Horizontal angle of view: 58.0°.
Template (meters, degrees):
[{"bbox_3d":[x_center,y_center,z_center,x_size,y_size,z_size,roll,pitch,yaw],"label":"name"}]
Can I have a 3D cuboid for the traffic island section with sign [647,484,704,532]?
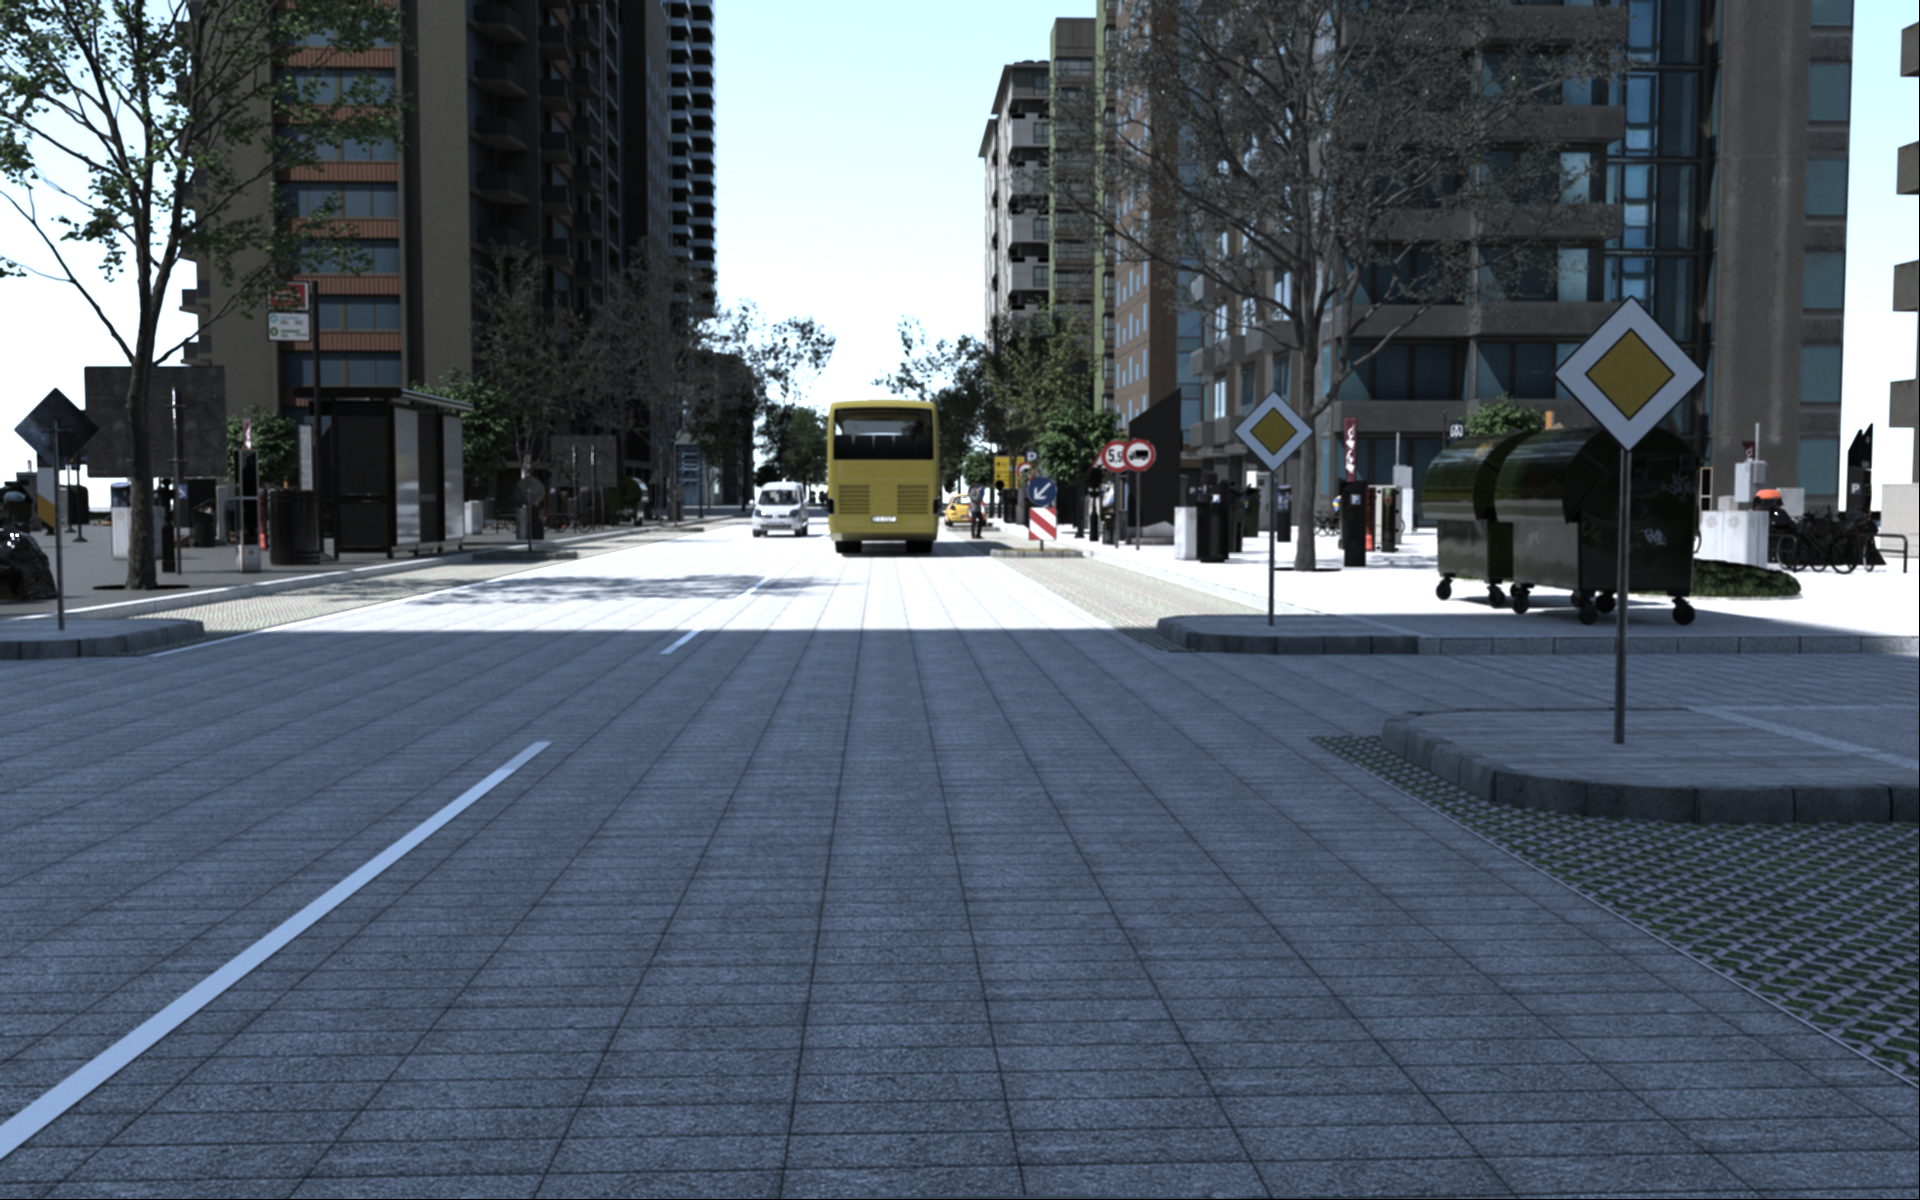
[{"bbox_3d":[-10.761,-3.488,65.652,1.989,1.847,2.006,0,4,-3],"label":"traffic island section with sign"}]

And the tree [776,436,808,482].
[{"bbox_3d":[-20.428,-16.021,212.305,4.360,8.622,3.978,0,3,0],"label":"tree"}]

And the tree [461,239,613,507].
[{"bbox_3d":[-12.511,-6.104,50.156,4.360,8.622,3.978,0,3,0],"label":"tree"}]

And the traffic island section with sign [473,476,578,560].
[{"bbox_3d":[-9.505,-1.803,38.099,1.989,1.847,2.006,0,4,-3],"label":"traffic island section with sign"}]

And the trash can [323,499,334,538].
[{"bbox_3d":[-18.422,-2.376,50.505,0.748,1.137,0.748,0,3,0],"label":"trash can"}]

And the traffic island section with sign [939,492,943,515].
[{"bbox_3d":[-1.763,-6.601,116.551,1.989,1.847,2.006,0,4,-3],"label":"traffic island section with sign"}]

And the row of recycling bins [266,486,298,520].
[{"bbox_3d":[-33.757,-4.846,86.337,1.069,1.692,3.534,0,4,4],"label":"row of recycling bins"}]

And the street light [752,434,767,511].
[{"bbox_3d":[-15.358,-9.858,133.715,1.470,5.913,1.316,0,4,-3],"label":"street light"}]

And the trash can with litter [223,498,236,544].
[{"bbox_3d":[-18.735,-2.050,44.901,0.624,1.170,1.055,-2,4,-29],"label":"trash can with litter"}]

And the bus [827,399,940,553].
[{"bbox_3d":[-1.979,-3.265,44.933,2.896,3.916,12.252,0,4,-2],"label":"bus"}]

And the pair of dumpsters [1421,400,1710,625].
[{"bbox_3d":[6.477,-1.005,18.923,1.574,2.255,4.437,0,4,-2],"label":"pair of dumpsters"}]

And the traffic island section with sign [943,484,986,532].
[{"bbox_3d":[0.483,-3.552,66.699,1.989,1.847,2.006,0,4,-3],"label":"traffic island section with sign"}]

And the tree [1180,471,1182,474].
[{"bbox_3d":[9.076,-5.018,76.645,1.663,3.219,1.824,0,3,0],"label":"tree"}]

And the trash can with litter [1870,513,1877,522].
[{"bbox_3d":[40.472,-4.110,78.252,2.233,1.210,1.678,-1,4,-8],"label":"trash can with litter"}]

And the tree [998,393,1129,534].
[{"bbox_3d":[3.995,-4.454,56.534,4.285,4.588,4.351,0,3,0],"label":"tree"}]

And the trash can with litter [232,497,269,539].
[{"bbox_3d":[-20.330,-2.328,49.119,2.233,1.210,1.678,-1,4,-16],"label":"trash can with litter"}]

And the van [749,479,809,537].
[{"bbox_3d":[-6.090,-3.168,58.800,2.013,2.044,4.112,0,4,-1],"label":"van"}]

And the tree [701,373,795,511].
[{"bbox_3d":[-15.725,-11.843,128.047,7.601,10.594,8.767,0,4,7],"label":"tree"}]

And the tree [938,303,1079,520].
[{"bbox_3d":[2.427,-9.234,85.389,8.767,10.594,7.601,2,4,35],"label":"tree"}]

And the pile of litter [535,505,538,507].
[{"bbox_3d":[-18.703,-3.786,75.858,1.719,0.858,1.176,-1,4,-15],"label":"pile of litter"}]

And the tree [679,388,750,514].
[{"bbox_3d":[-15.601,-9.691,108.818,4.737,8.622,4.395,0,3,0],"label":"tree"}]

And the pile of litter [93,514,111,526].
[{"bbox_3d":[-34.523,-3.470,70.697,1.719,0.858,1.176,1,4,20],"label":"pile of litter"}]

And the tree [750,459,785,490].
[{"bbox_3d":[-17.677,-10.764,159.711,4.285,4.588,4.351,0,3,0],"label":"tree"}]

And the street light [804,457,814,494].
[{"bbox_3d":[-19.001,-14.984,217.527,1.470,5.913,1.316,0,4,-3],"label":"street light"}]

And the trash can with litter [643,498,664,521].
[{"bbox_3d":[-14.887,-4.425,83.738,1.055,1.170,0.624,-3,4,-37],"label":"trash can with litter"}]

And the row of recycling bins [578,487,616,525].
[{"bbox_3d":[-15.115,-3.992,72.375,1.069,1.692,3.534,0,4,2],"label":"row of recycling bins"}]

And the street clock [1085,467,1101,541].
[{"bbox_3d":[3.640,-2.591,46.937,0.471,2.002,0.358,-2,4,-30],"label":"street clock"}]

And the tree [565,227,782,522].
[{"bbox_3d":[-13.585,-10.419,80.717,12.009,13.543,11.850,0,3,0],"label":"tree"}]

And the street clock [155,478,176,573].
[{"bbox_3d":[-12.984,-1.456,28.371,0.358,2.002,0.471,-1,4,-19],"label":"street clock"}]

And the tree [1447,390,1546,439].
[{"bbox_3d":[17.239,-4.367,55.114,4.285,4.588,4.351,0,3,0],"label":"tree"}]

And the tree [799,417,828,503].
[{"bbox_3d":[-22.049,-20.258,249.350,7.486,12.596,7.792,0,3,0],"label":"tree"}]

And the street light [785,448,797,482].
[{"bbox_3d":[-17.150,-12.434,175.841,1.470,5.913,1.316,0,4,-3],"label":"street light"}]

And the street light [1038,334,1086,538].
[{"bbox_3d":[2.944,-4.755,50.280,1.470,5.913,1.316,0,4,-3],"label":"street light"}]

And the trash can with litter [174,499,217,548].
[{"bbox_3d":[-18.364,-1.841,41.481,1.055,1.170,0.624,-1,4,-9],"label":"trash can with litter"}]

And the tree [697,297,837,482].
[{"bbox_3d":[-18.578,-19.092,168.046,12.611,20.169,13.585,0,3,0],"label":"tree"}]

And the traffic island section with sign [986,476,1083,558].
[{"bbox_3d":[1.703,-1.892,39.559,1.989,1.847,2.006,0,4,-3],"label":"traffic island section with sign"}]

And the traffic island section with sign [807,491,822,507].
[{"bbox_3d":[-16.748,-11.615,198.540,1.989,1.847,2.006,0,4,-3],"label":"traffic island section with sign"}]

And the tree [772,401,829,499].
[{"bbox_3d":[-21.385,-20.193,236.809,9.857,13.997,8.962,0,3,0],"label":"tree"}]

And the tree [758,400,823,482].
[{"bbox_3d":[-18.646,-16.161,189.986,9.928,11.665,9.643,0,3,0],"label":"tree"}]

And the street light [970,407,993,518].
[{"bbox_3d":[1.082,-7.283,91.614,1.470,5.913,1.316,0,4,-3],"label":"street light"}]

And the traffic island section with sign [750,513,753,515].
[{"bbox_3d":[-13.045,-6.589,116.352,1.989,1.847,2.006,0,4,-3],"label":"traffic island section with sign"}]

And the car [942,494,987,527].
[{"bbox_3d":[0.235,-4.069,76.757,2.015,1.641,3.980,0,4,-3],"label":"car"}]

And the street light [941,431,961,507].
[{"bbox_3d":[-0.528,-9.467,127.322,1.470,5.913,1.316,0,4,-3],"label":"street light"}]

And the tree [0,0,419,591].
[{"bbox_3d":[-10.908,-5.950,23.041,9.928,11.665,9.643,0,3,0],"label":"tree"}]

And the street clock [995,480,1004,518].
[{"bbox_3d":[2.095,-5.311,91.405,0.471,2.002,0.358,0,4,6],"label":"street clock"}]

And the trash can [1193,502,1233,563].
[{"bbox_3d":[4.728,-1.269,32.404,0.748,1.137,0.748,0,3,0],"label":"trash can"}]

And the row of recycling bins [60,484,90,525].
[{"bbox_3d":[-37.868,-4.052,73.356,1.069,1.692,3.534,0,4,-5],"label":"row of recycling bins"}]

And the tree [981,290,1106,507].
[{"bbox_3d":[3.175,-6.825,61.952,4.737,8.622,4.395,0,3,0],"label":"tree"}]

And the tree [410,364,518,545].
[{"bbox_3d":[-12.750,-3.689,44.022,4.285,4.588,4.351,0,3,0],"label":"tree"}]

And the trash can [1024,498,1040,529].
[{"bbox_3d":[2.719,-3.229,64.451,0.748,1.137,0.748,0,3,0],"label":"trash can"}]

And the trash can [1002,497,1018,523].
[{"bbox_3d":[2.215,-3.939,76.057,0.748,1.137,0.748,0,3,0],"label":"trash can"}]

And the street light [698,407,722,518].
[{"bbox_3d":[-13.370,-7.355,92.800,1.470,5.913,1.316,0,4,-3],"label":"street light"}]

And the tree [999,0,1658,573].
[{"bbox_3d":[5.907,-7.224,28.475,12.009,13.543,11.850,0,3,0],"label":"tree"}]

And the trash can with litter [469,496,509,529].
[{"bbox_3d":[-17.708,-3.242,64.071,2.233,1.210,1.678,0,4,7],"label":"trash can with litter"}]

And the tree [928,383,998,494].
[{"bbox_3d":[0.040,-13.946,153.779,9.928,11.665,9.643,0,3,0],"label":"tree"}]

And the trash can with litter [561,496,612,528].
[{"bbox_3d":[-14.177,-3.291,64.870,2.233,1.210,1.678,1,4,16],"label":"trash can with litter"}]
